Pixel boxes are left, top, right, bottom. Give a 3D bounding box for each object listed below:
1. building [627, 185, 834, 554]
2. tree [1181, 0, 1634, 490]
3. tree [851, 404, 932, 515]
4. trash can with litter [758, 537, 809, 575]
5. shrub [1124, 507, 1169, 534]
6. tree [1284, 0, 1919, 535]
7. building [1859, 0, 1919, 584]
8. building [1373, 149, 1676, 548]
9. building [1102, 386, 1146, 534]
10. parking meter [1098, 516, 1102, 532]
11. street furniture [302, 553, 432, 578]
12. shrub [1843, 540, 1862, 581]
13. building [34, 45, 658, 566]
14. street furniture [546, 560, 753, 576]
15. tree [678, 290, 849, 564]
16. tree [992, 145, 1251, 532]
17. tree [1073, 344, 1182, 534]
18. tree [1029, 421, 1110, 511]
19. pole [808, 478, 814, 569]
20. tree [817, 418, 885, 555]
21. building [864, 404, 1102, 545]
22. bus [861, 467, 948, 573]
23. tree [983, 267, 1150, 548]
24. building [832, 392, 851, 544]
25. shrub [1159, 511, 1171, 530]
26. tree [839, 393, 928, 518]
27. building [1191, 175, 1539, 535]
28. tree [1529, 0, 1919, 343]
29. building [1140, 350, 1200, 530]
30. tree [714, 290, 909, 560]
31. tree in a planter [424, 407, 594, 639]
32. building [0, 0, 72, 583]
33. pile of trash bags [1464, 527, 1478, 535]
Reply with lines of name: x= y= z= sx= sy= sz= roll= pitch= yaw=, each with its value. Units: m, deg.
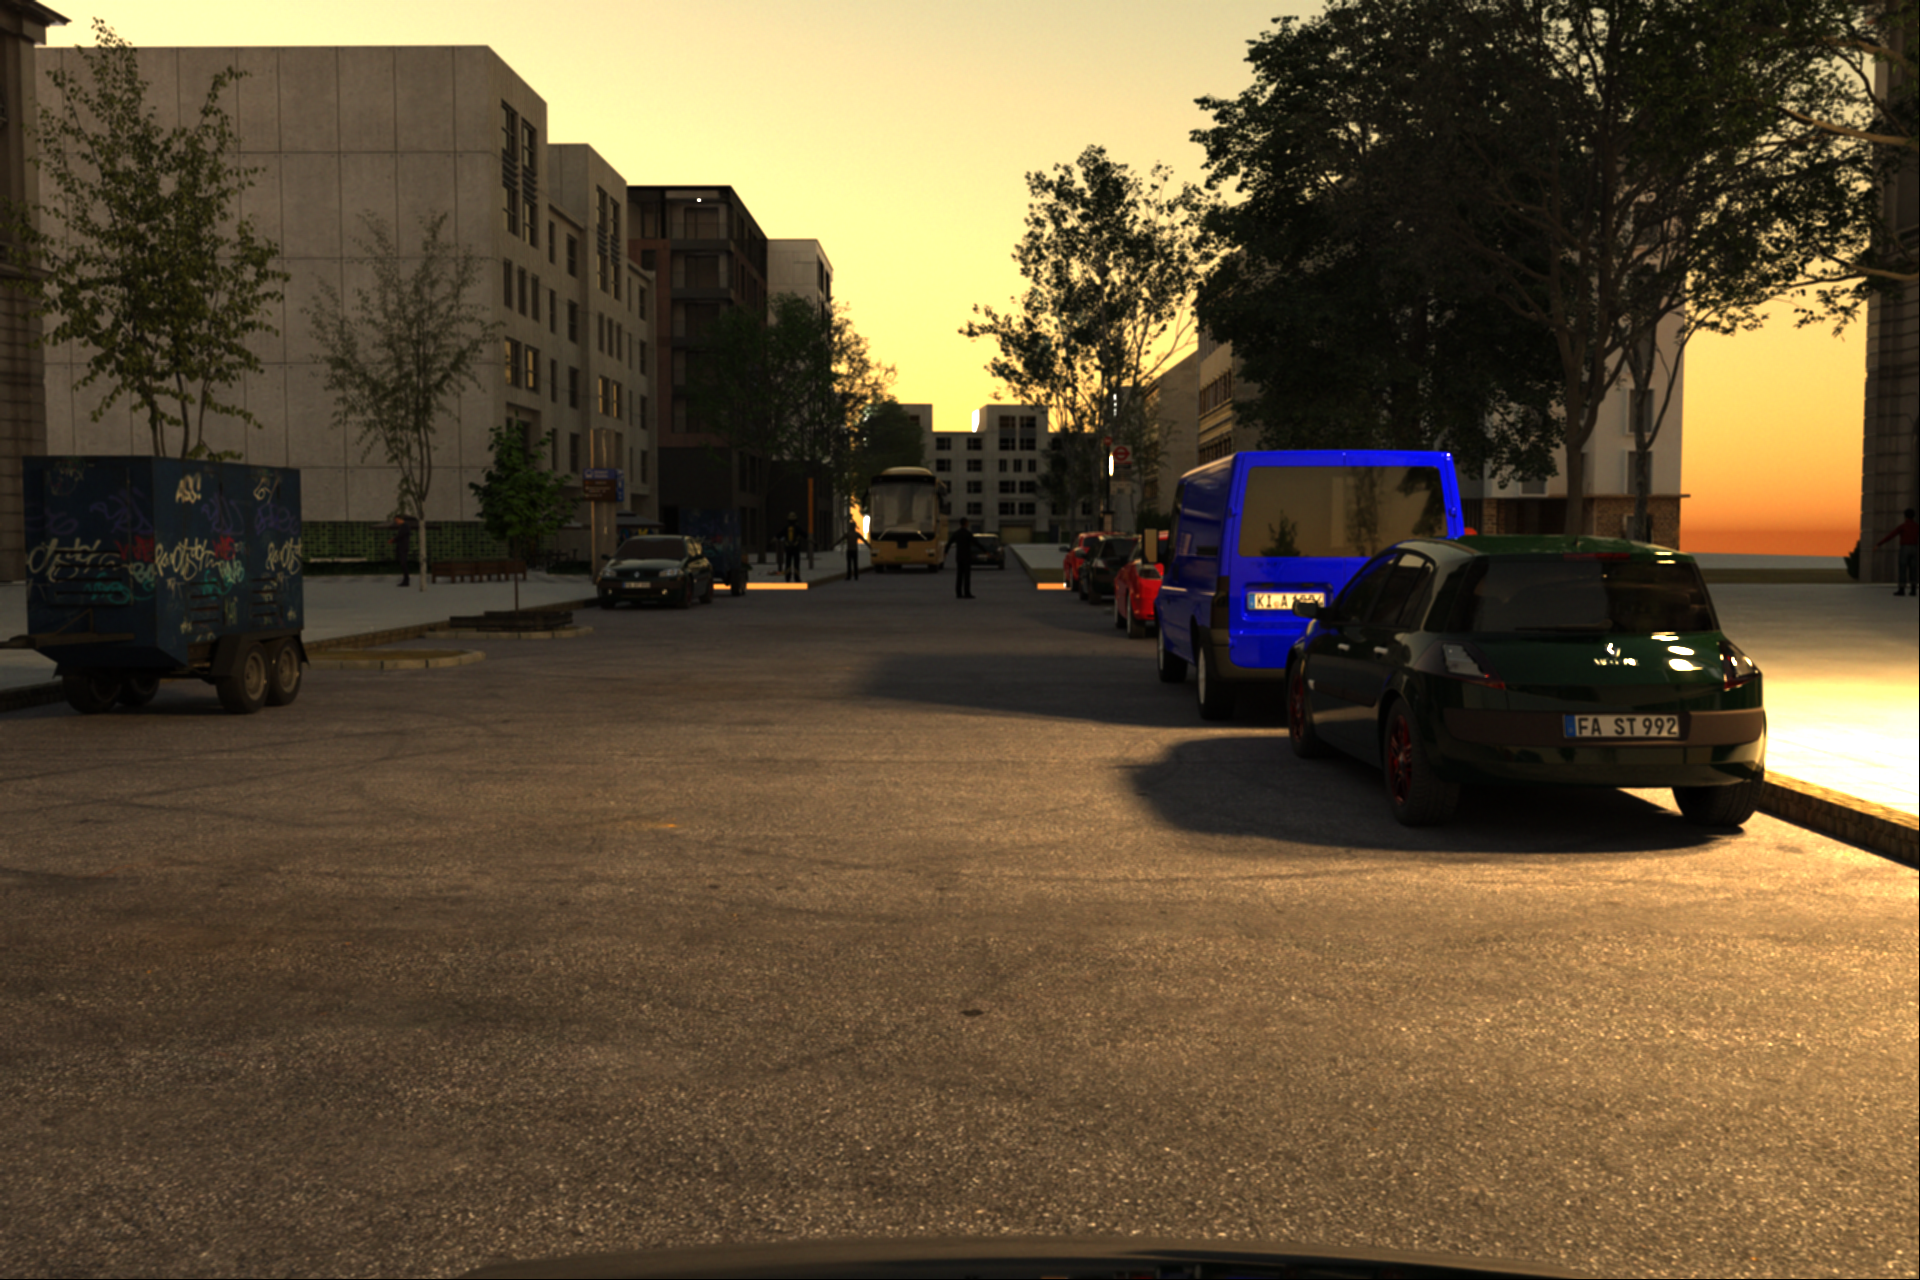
building: x=-23.845 y=-16.772 z=118.190 sx=27.936 sy=21.610 sz=32.646 roll=0 pitch=4 yaw=0
tree: x=9.676 y=-8.008 z=37.581 sx=9.857 sy=13.997 sz=8.962 roll=0 pitch=3 yaw=0
tree: x=-6.028 y=-14.201 z=150.308 sx=7.486 sy=12.596 sz=7.792 roll=0 pitch=3 yaw=0
trash can with litter: x=-5.522 y=-2.669 z=54.694 sx=1.678 sy=1.210 sz=2.233 roll=0 pitch=4 yaw=1
shrub: x=5.343 y=-2.760 z=49.168 sx=1.661 sy=2.075 sz=1.752 roll=0 pitch=3 yaw=0
tree: x=9.256 y=-7.046 z=25.568 sx=12.009 sy=13.543 sz=11.850 roll=0 pitch=3 yaw=0
building: x=27.709 y=-11.604 z=30.377 sx=13.314 sy=22.015 sz=24.055 roll=0 pitch=4 yaw=2
building: x=27.293 y=-14.394 z=91.764 sx=16.016 sy=20.090 sz=11.380 roll=0 pitch=4 yaw=1
building: x=27.063 y=-21.317 z=214.985 sx=16.747 sy=18.905 sz=31.486 roll=0 pitch=4 yaw=1
parking meter: x=4.790 y=-3.168 z=57.507 sx=0.399 sy=1.863 sz=0.255 roll=0 pitch=4 yaw=-1
street furniture: x=-20.948 y=-2.244 z=52.322 sx=5.734 sy=0.657 sz=10.072 roll=3 pitch=5 yaw=42
shrub: x=24.773 y=-2.223 z=47.459 sx=1.383 sy=1.207 sz=1.383 roll=0 pitch=3 yaw=0
building: x=-25.168 y=-12.994 z=78.910 sx=16.747 sy=18.905 sz=31.486 roll=0 pitch=4 yaw=1
street furniture: x=-9.833 y=-2.470 z=56.013 sx=5.734 sy=0.657 sz=10.072 roll=0 pitch=4 yaw=6
tree: x=-8.286 y=-9.028 z=73.361 sx=9.928 sy=11.665 sz=9.643 roll=0 pitch=3 yaw=0
tree: x=7.930 y=-13.877 z=82.778 sx=12.611 sy=20.169 sz=13.585 roll=0 pitch=3 yaw=0
tree: x=6.921 y=-7.110 z=66.611 sx=4.360 sy=8.622 sz=3.978 roll=0 pitch=3 yaw=0
tree: x=9.148 y=-12.757 z=142.992 sx=7.601 sy=10.594 sz=8.767 roll=-1 pitch=4 yaw=-18
pole: x=-5.442 y=-4.244 z=63.230 sx=0.158 sy=3.312 sz=0.155 roll=0 pitch=3 yaw=0
tree: x=-6.860 y=-9.394 z=103.960 sx=4.737 sy=8.622 sz=4.395 roll=0 pitch=3 yaw=0
building: x=2.738 y=-22.825 z=242.111 sx=31.486 sy=18.905 sz=16.747 roll=0 pitch=4 yaw=-6
bus: x=-1.908 y=-4.640 z=67.406 sx=2.896 sy=3.916 sz=12.252 roll=0 pitch=4 yaw=1
tree: x=6.879 y=-16.480 z=125.329 sx=12.611 sy=20.169 sz=13.585 roll=0 pitch=3 yaw=0
building: x=-23.351 y=-21.398 z=216.317 sx=16.747 sy=18.905 sz=31.486 roll=0 pitch=4 yaw=1
shrub: x=6.999 y=-3.355 z=58.903 sx=1.661 sy=2.075 sz=1.752 roll=0 pitch=3 yaw=0
tree: x=-6.419 y=-13.571 z=140.019 sx=7.486 sy=12.596 sz=7.792 roll=0 pitch=3 yaw=0
building: x=24.600 y=-16.718 z=104.273 sx=19.493 sy=23.208 sz=18.063 roll=0 pitch=4 yaw=2
tree: x=9.200 y=-4.909 z=14.673 sx=8.767 sy=10.594 sz=7.601 roll=1 pitch=4 yaw=20
building: x=28.959 y=-21.283 z=178.907 sx=19.493 sy=23.208 sz=18.063 roll=0 pitch=4 yaw=1
tree: x=-7.507 y=-10.816 z=87.218 sx=12.009 sy=13.543 sz=11.850 roll=0 pitch=3 yaw=0
tree in a planter: x=-6.309 y=-1.671 z=24.547 sx=1.991 sy=3.239 sz=1.994 roll=0 pitch=4 yaw=2
building: x=-29.638 y=-11.738 z=32.570 sx=13.314 sy=22.015 sz=24.055 roll=0 pitch=4 yaw=2
pile of trash bags: x=6.635 y=-0.733 z=21.739 sx=1.912 sy=1.369 sz=3.447 roll=0 pitch=4 yaw=1
